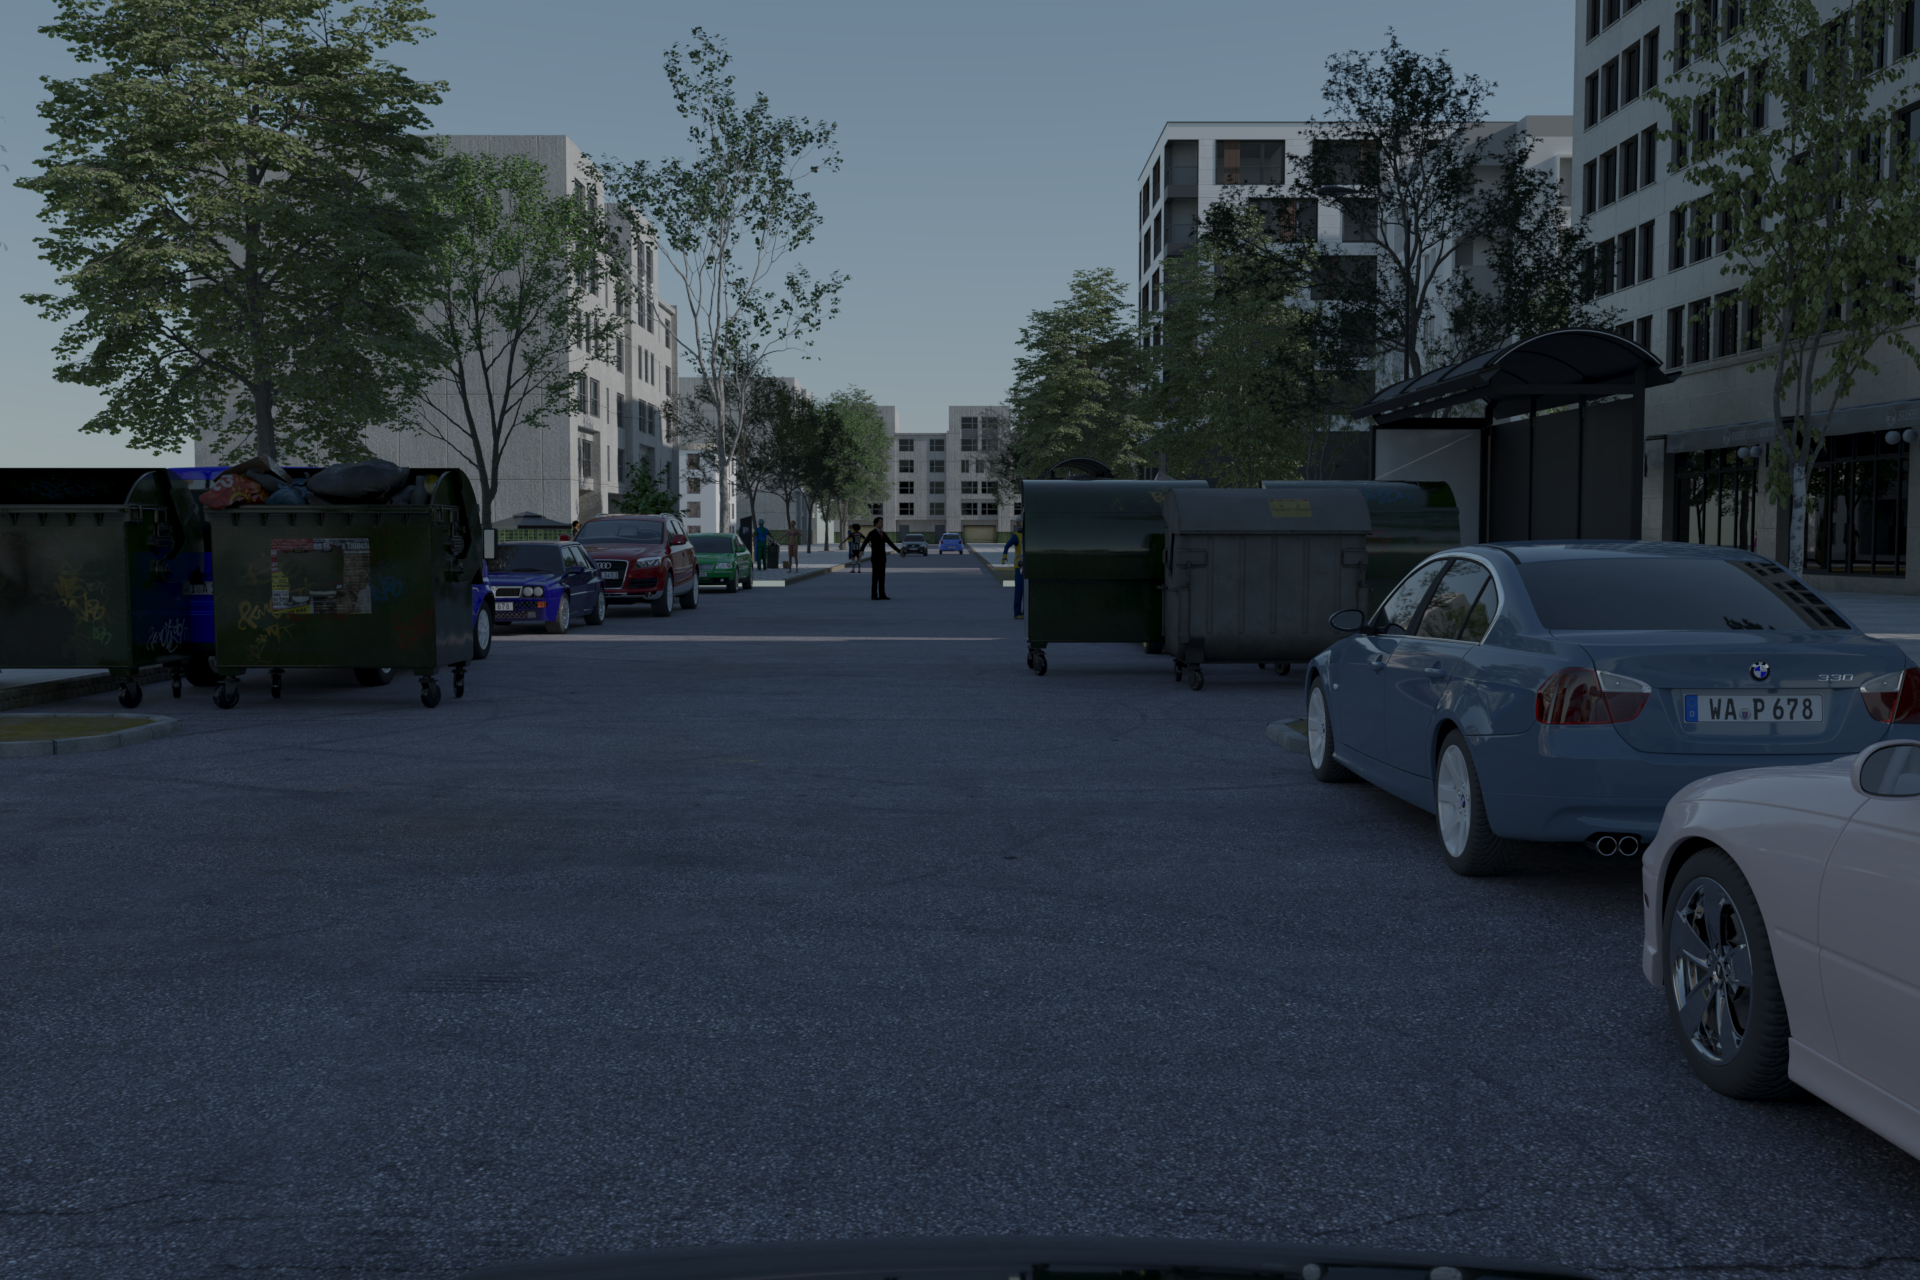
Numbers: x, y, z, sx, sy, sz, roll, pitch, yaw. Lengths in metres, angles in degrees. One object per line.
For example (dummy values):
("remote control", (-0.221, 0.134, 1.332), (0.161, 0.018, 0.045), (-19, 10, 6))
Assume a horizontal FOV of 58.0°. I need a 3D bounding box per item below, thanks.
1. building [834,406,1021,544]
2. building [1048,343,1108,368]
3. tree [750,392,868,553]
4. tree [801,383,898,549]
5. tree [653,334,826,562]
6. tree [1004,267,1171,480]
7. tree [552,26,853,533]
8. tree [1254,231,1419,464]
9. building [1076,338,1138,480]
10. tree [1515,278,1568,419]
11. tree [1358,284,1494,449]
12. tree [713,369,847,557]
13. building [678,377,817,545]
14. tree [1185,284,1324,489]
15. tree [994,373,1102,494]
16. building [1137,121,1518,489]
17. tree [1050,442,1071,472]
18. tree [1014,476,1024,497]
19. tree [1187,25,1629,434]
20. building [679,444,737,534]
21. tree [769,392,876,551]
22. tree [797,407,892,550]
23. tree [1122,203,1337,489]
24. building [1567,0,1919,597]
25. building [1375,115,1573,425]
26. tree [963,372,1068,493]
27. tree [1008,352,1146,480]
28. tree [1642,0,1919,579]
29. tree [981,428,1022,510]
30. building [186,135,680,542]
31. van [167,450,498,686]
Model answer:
("building", (-1.557, -23.001, 244.982), (31.486, 18.905, 16.747), (0, 4, 0))
("building", (23.832, -21.865, 201.459), (27.936, 21.610, 32.646), (0, 4, 0))
("tree", (-10.094, -11.007, 114.381), (8.767, 10.594, 7.601), (0, 4, 4))
("tree", (-9.875, -14.765, 148.070), (9.857, 13.997, 8.962), (0, 3, 0))
("tree", (-9.685, -8.942, 80.620), (7.601, 10.594, 8.767), (3, 5, 40))
("tree", (5.441, -9.535, 74.019), (7.486, 12.596, 7.792), (0, 3, 0))
("tree", (-10.342, -12.955, 67.697), (12.611, 20.169, 13.585), (0, 3, 0))
("tree", (8.695, -5.667, 43.021), (4.360, 8.622, 3.978), (0, 3, 0))
("building", (21.353, -20.853, 171.873), (19.493, 23.208, 18.063), (0, 4, -1))
("tree", (23.111, -8.478, 64.373), (9.928, 11.665, 9.643), (0, 3, 0))
("tree", (14.232, -6.100, 50.094), (4.360, 8.622, 3.978), (0, 3, 0))
("tree", (-9.795, -9.965, 97.340), (7.601, 10.594, 8.767), (1, 4, 16))
("building", (-27.041, -21.077, 211.067), (16.747, 18.905, 31.486), (0, 4, 0))
("tree", (8.439, -6.132, 50.617), (4.737, 8.622, 4.395), (0, 3, 0))
("tree", (5.429, -9.941, 96.955), (7.601, 10.594, 8.767), (-1, 4, -17))
("building", (24.182, -15.808, 102.429), (27.936, 21.610, 32.646), (0, 3, 0))
("tree", (5.577, -9.849, 111.393), (4.360, 8.622, 3.978), (0, 3, 0))
("tree", (6.301, -10.247, 117.893), (4.360, 8.622, 3.978), (0, 3, 0))
("tree", (8.670, -5.943, 31.573), (8.767, 10.594, 7.601), (-2, 4, -28))
("building", (-26.982, -14.219, 174.626), (9.099, 9.664, 28.070), (0, 4, 0))
("tree", (-9.976, -12.354, 127.738), (9.928, 11.665, 9.643), (0, 3, 0))
("tree", (-9.305, -12.937, 137.271), (9.928, 11.665, 9.643), (0, 3, 0))
("tree", (9.504, -8.681, 60.061), (7.486, 12.596, 7.792), (0, 3, 0))
("building", (29.060, -14.331, 36.479), (24.374, 26.755, 37.873), (0, 4, 0))
("building", (25.274, -13.847, 82.822), (16.016, 20.090, 11.380), (0, 4, -1))
("tree", (5.288, -13.245, 126.926), (12.009, 13.543, 11.850), (0, 3, 0))
("tree", (5.901, -9.334, 87.022), (7.601, 10.594, 8.767), (0, 4, -1))
("tree", (9.559, -4.205, 19.116), (4.737, 8.622, 4.395), (0, 3, 0))
("tree", (5.498, -12.673, 141.612), (7.601, 10.594, 8.767), (1, 4, 18))
("building", (-25.899, -13.843, 92.791), (16.747, 18.905, 31.486), (0, 4, 0))
("van", (-6.353, -0.834, 18.027), (2.240, 2.365, 5.245), (0, 3, 0))
